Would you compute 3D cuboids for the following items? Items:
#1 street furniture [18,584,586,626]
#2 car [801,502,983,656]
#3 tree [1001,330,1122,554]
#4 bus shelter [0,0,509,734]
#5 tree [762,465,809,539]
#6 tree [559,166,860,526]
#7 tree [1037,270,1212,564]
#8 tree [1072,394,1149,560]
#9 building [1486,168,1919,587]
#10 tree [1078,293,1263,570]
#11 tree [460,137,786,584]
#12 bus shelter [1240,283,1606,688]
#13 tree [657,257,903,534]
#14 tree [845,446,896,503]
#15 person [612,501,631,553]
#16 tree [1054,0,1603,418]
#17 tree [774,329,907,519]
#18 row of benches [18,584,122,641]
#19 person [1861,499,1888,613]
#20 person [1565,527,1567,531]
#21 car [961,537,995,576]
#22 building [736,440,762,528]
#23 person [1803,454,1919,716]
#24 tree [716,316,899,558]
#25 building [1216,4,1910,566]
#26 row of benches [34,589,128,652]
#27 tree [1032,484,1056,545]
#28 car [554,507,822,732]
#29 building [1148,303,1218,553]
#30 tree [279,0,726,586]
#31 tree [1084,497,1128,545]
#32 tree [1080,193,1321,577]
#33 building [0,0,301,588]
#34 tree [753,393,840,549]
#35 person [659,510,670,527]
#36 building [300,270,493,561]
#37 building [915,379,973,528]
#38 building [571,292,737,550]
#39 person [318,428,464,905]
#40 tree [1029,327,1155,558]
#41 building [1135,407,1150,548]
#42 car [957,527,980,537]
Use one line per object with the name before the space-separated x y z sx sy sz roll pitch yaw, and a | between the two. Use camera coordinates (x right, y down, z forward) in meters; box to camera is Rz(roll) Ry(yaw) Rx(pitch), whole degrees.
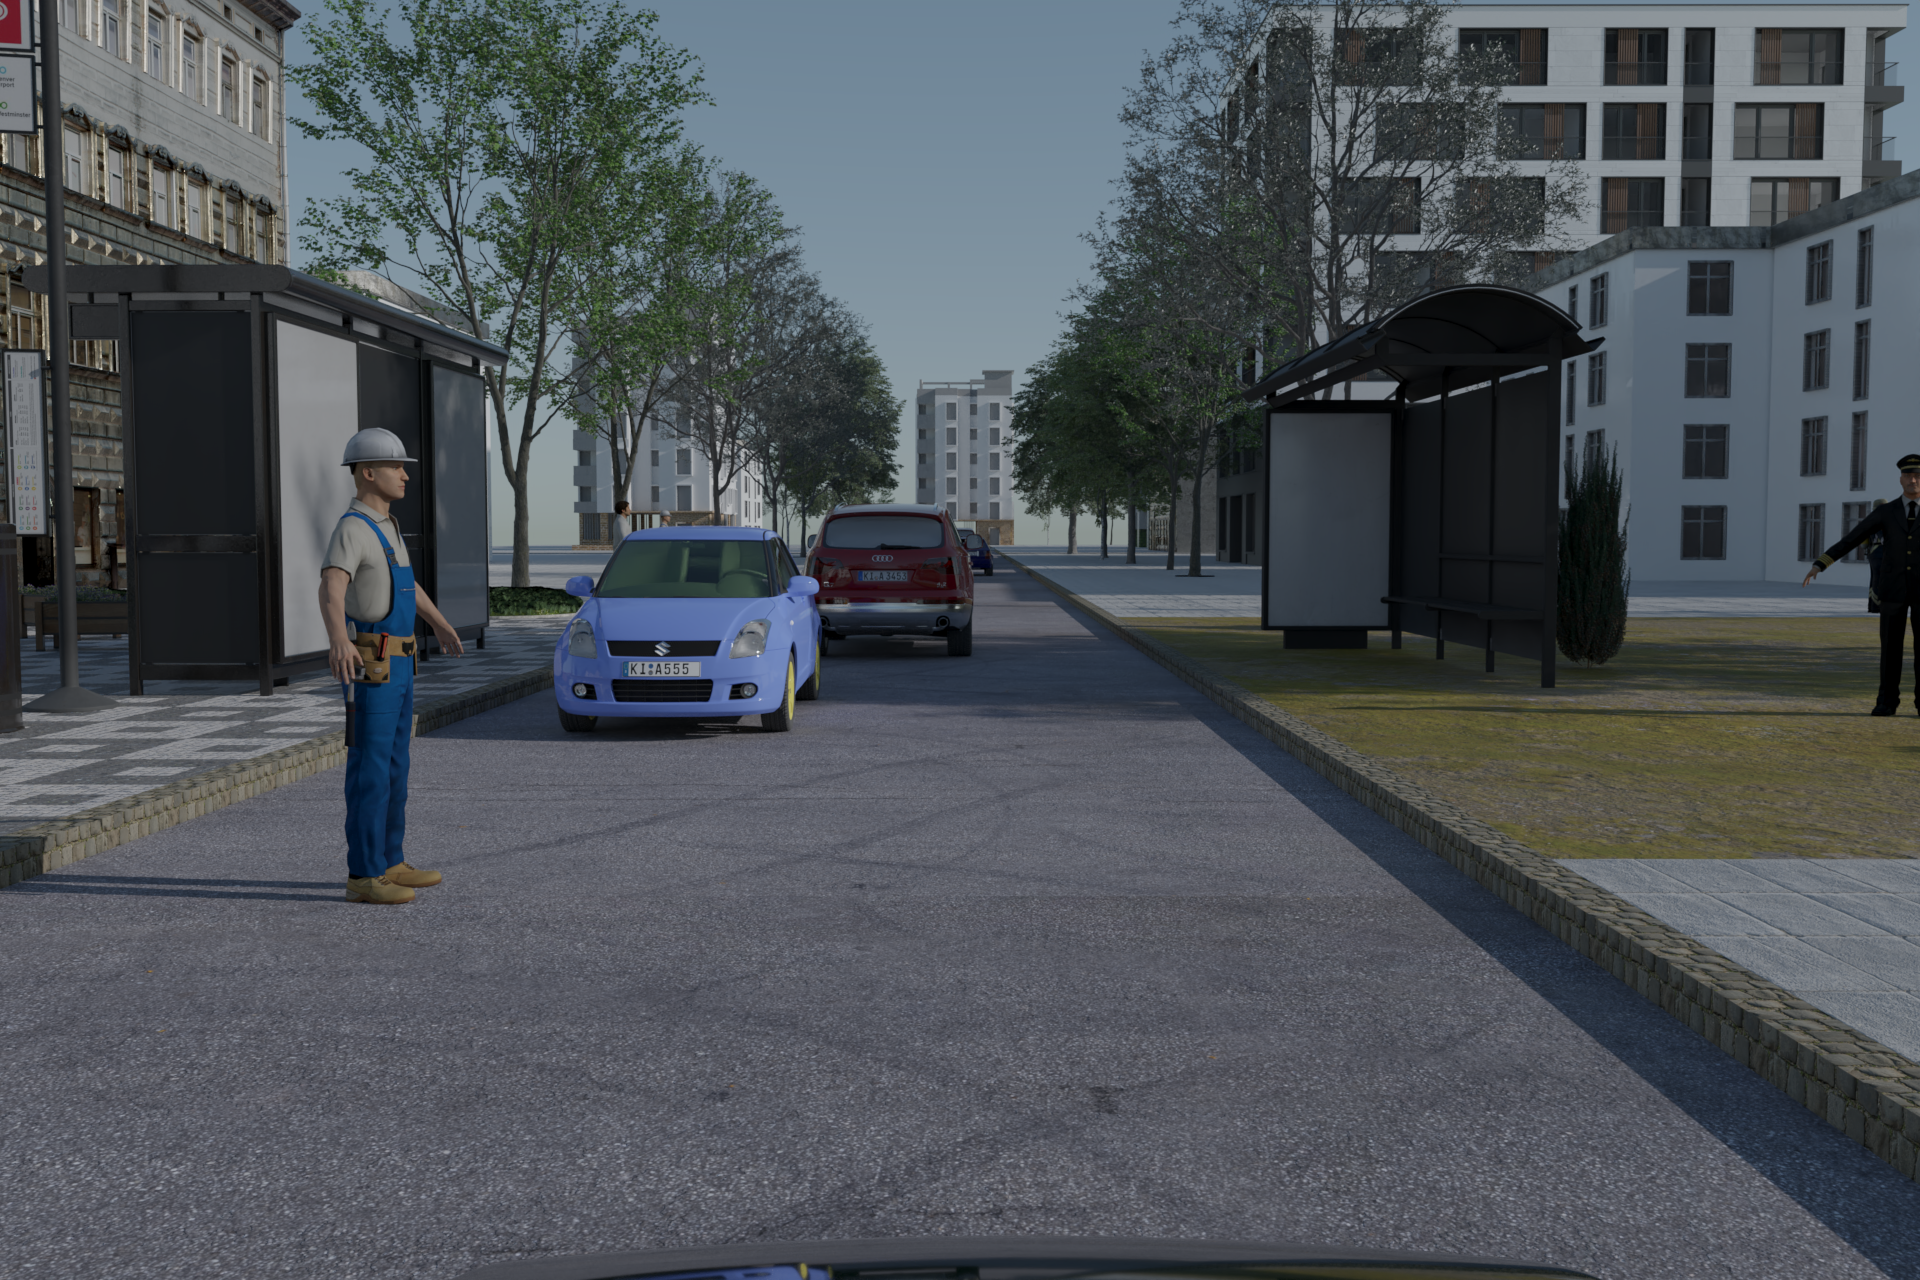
street furniture | -11.017 -0.653 26.304 10.072 0.657 5.734 0 4 0
car | -0.847 -0.806 21.844 2.281 1.827 5.304 0 4 0
tree | 7.238 -12.440 110.045 9.857 13.997 8.962 0 3 0
bus shelter | -6.220 -2.286 15.010 2.179 5.291 8.768 0 4 1
tree | -20.496 -16.381 202.240 7.601 10.594 8.767 0 4 -6
tree | -7.988 -8.993 57.404 12.009 13.543 11.850 0 3 0
tree | 7.207 -9.588 74.889 7.486 12.596 7.792 0 3 0
tree | 7.211 -8.228 84.895 4.737 8.622 4.395 0 3 0
building | 22.866 -6.443 47.496 9.099 9.664 28.070 0 4 1
tree | 7.831 -7.772 61.477 7.601 10.594 8.767 -1 4 -13
tree | -8.551 -7.234 44.034 9.928 11.665 9.643 0 3 0
bus shelter | 4.179 -1.399 16.793 2.014 3.302 5.546 0 4 0
tree | -8.127 -10.081 75.195 12.009 13.543 11.850 0 3 0
tree | -11.126 -16.958 203.014 9.928 11.665 9.643 0 3 0
person | -5.296 -1.296 27.378 0.705 1.806 1.347 -1 4 -17
tree | 7.023 -7.512 33.195 12.009 13.543 11.850 0 3 0
tree | -7.859 -12.411 109.578 9.857 13.997 8.962 0 3 0
row of benches | -12.125 -0.389 21.828 4.104 0.672 1.422 2 4 27
person | 14.930 -1.364 28.083 0.705 1.856 1.354 1 4 13
person | 12.995 -1.864 36.602 1.348 1.813 0.705 -1 4 -9
car | 0.267 -2.929 60.473 1.945 1.354 3.894 0 4 -1
building | -23.537 -13.784 167.511 9.099 9.664 28.070 0 4 1
person | 6.665 -0.380 12.151 1.347 1.837 0.705 2 4 33
tree | -8.440 -11.258 94.442 12.009 13.543 11.850 0 3 0
building | 26.027 -14.650 83.502 27.936 21.610 32.646 0 4 0
row of benches | -11.103 -0.216 18.987 4.104 0.672 1.422 -1 4 -10
tree | 10.299 -15.110 197.406 4.360 8.622 3.978 0 3 0
car | -2.049 -0.250 13.675 1.945 1.707 3.694 0 4 0
building | 24.285 -18.214 128.723 19.493 23.208 18.063 0 4 0
tree | -8.146 -6.467 31.496 9.928 11.665 9.643 0 3 0
tree | 18.057 -16.418 202.839 7.601 10.594 8.767 0 4 0
tree | 7.176 -7.693 51.528 9.928 11.665 9.643 0 3 0
building | -28.831 -12.876 41.448 19.493 23.208 18.063 0 3 0
tree | -8.824 -8.328 86.521 4.360 8.622 3.978 0 3 0
person | -6.896 -2.128 40.651 0.705 1.847 1.347 -1 4 -10
building | -23.332 -7.781 69.371 9.099 9.664 28.070 0 4 1
building | -4.929 -21.131 204.371 11.380 20.090 16.016 0 4 4
building | -24.400 -17.136 136.589 16.016 20.090 11.380 0 4 1
person | -2.272 0.090 6.848 0.705 1.847 1.347 0 4 0
tree | 7.380 -10.677 92.696 7.486 12.596 7.792 0 3 0
building | 25.494 -17.820 157.814 16.747 18.905 31.486 0 3 0
car | 0.042 -5.630 100.718 2.281 1.827 5.304 0 4 -1
